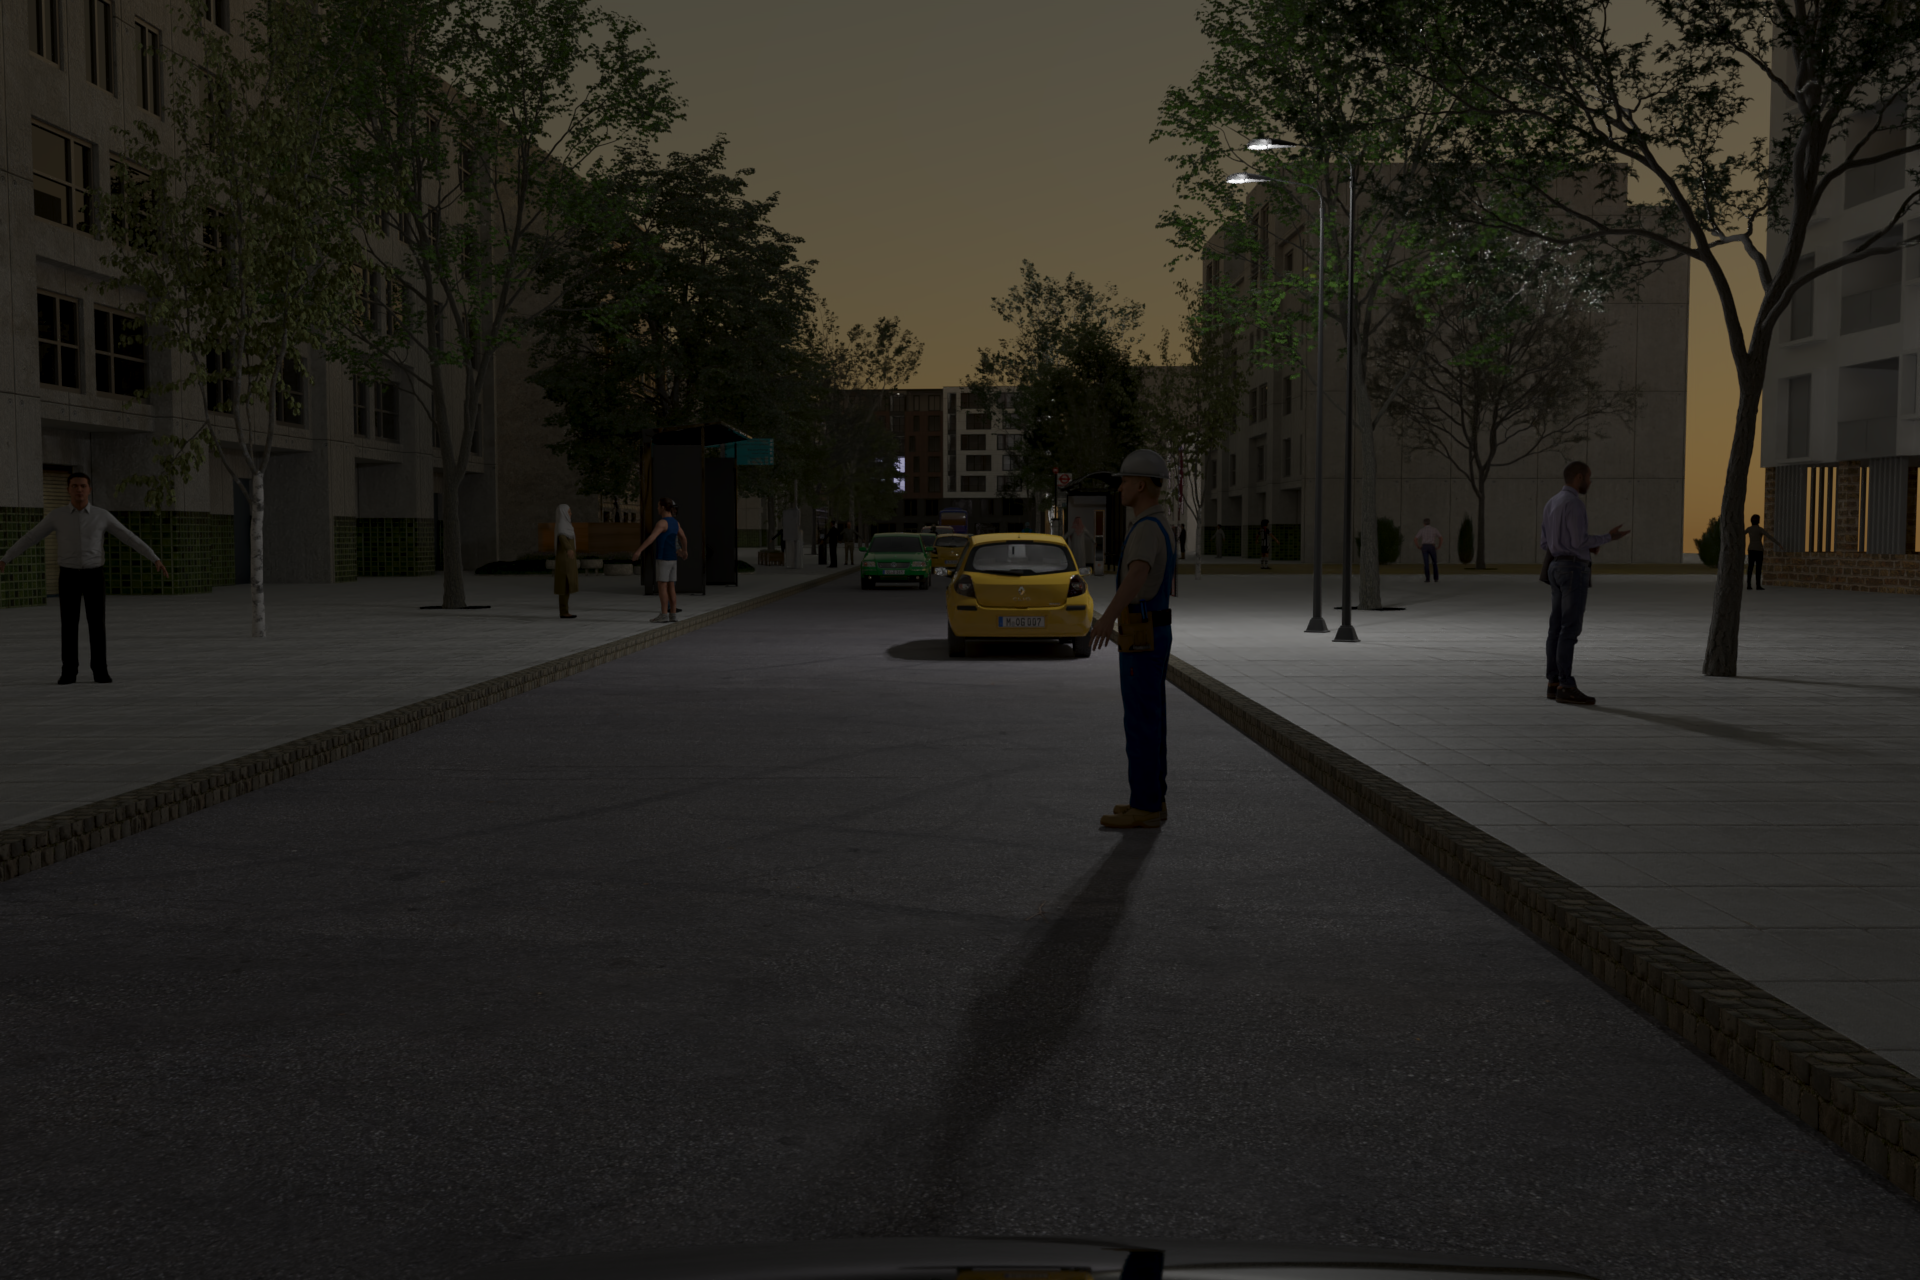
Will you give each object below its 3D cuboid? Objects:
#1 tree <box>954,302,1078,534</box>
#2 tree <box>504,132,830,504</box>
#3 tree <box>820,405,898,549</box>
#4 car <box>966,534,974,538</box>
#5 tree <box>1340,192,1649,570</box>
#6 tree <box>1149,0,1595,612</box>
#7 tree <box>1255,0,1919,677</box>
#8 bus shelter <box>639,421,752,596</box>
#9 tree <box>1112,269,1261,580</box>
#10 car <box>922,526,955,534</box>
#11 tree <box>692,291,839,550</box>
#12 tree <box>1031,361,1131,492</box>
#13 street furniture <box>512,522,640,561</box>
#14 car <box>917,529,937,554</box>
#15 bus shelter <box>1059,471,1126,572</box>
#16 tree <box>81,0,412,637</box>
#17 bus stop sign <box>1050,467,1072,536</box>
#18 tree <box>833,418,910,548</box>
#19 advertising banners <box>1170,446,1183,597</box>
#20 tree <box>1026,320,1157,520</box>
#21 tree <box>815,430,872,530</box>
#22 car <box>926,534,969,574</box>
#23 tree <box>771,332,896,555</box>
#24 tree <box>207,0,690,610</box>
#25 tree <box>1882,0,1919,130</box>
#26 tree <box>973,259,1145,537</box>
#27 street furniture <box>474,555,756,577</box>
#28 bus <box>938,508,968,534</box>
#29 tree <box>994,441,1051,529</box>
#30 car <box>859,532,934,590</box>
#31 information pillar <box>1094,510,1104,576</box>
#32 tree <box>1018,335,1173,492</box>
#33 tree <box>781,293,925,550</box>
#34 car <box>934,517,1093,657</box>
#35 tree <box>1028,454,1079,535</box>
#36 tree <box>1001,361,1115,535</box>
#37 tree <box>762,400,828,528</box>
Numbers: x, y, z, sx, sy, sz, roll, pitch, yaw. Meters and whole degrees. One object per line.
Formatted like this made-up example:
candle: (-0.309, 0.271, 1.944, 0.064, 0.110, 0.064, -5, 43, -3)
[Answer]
tree: (5.890, -17.571, 143.169, 12.611, 20.169, 13.585, 0, 3, 0)
tree: (-8.990, -9.036, 54.392, 9.857, 13.997, 8.962, 0, 3, 0)
tree: (-9.169, -14.290, 151.776, 7.486, 12.596, 7.792, 0, 3, 0)
car: (0.399, -6.972, 125.791, 2.131, 1.459, 4.920, 0, 4, -1)
tree: (18.755, -9.285, 62.173, 12.009, 13.543, 11.850, 0, 3, 0)
tree: (6.802, -6.316, 29.025, 9.928, 11.665, 9.643, 0, 3, 0)
tree: (6.839, -4.930, 15.021, 8.767, 10.594, 7.601, 0, 4, 3)
bus shelter: (-5.871, -2.926, 39.122, 1.731, 3.624, 6.357, 0, 4, -1)
tree: (6.601, -6.010, 48.621, 4.737, 8.622, 4.395, 0, 3, 0)
car: (-1.045, -4.434, 81.175, 2.281, 1.827, 5.304, 0, 3, 0)
tree: (-9.254, -9.962, 81.011, 7.486, 12.596, 7.792, 0, 3, 0)
tree: (5.604, -7.506, 73.091, 4.360, 8.622, 3.978, 0, 3, 0)
street furniture: (-14.000, -3.691, 67.195, 9.812, 1.723, 11.010, -3, 4, -37)
car: (-1.608, -3.794, 70.828, 1.959, 1.807, 4.718, 0, 4, 0)
bus shelter: (4.557, -3.939, 58.325, 2.014, 3.302, 5.546, 0, 4, -1)
tree: (-8.839, -4.353, 21.539, 4.737, 8.622, 4.395, 0, 3, 0)
bus stop sign: (4.042, -4.927, 69.267, 0.855, 3.939, 0.416, 0, 4, -1)
tree: (-8.335, -14.870, 161.252, 7.486, 12.596, 7.792, 0, 3, 0)
advertising banners: (4.400, -2.405, 35.510, 0.090, 3.025, 2.074, 0, 3, 0)
tree: (6.958, -10.673, 92.631, 7.486, 12.596, 7.792, 0, 3, 0)
tree: (-8.234, -10.192, 116.995, 4.737, 8.622, 4.395, 0, 3, 0)
car: (-0.261, -3.246, 63.290, 2.015, 1.641, 3.980, 0, 4, 0)
tree: (-8.962, -11.967, 106.035, 12.009, 13.543, 11.850, 0, 3, 0)
tree: (-8.614, -6.348, 29.545, 9.928, 11.665, 9.643, 0, 3, 0)
tree: (6.357, -3.511, 7.768, 4.360, 8.622, 3.978, 0, 3, 0)
tree: (6.637, -16.067, 118.582, 12.611, 20.169, 13.585, 0, 3, 0)
street furniture: (-10.594, -2.477, 56.118, 10.072, 0.657, 5.734, -3, 5, -44)
bus: (-0.643, -10.382, 161.292, 2.896, 3.916, 12.251, 0, 4, -1)
tree: (6.634, -13.687, 158.197, 7.601, 10.594, 8.767, -3, 4, -38)
car: (-1.669, -2.271, 45.920, 1.959, 1.807, 4.718, 0, 3, 0)
information pillar: (4.247, -2.962, 52.928, 0.304, 2.012, 0.304, 0, 4, 0)
tree: (6.334, -9.040, 82.209, 8.767, 10.594, 7.601, 2, 4, 32)
tree: (-10.041, -17.230, 137.606, 12.611, 20.169, 13.585, 0, 3, 0)
car: (0.680, -0.695, 21.585, 2.015, 1.641, 3.980, 0, 4, -1)
tree: (6.607, -11.031, 130.716, 4.360, 8.622, 3.978, 0, 3, 0)
tree: (6.320, -10.910, 104.130, 9.928, 11.665, 9.643, 0, 3, 0)
tree: (-8.679, -8.547, 90.108, 4.737, 8.622, 4.395, 0, 3, 0)
